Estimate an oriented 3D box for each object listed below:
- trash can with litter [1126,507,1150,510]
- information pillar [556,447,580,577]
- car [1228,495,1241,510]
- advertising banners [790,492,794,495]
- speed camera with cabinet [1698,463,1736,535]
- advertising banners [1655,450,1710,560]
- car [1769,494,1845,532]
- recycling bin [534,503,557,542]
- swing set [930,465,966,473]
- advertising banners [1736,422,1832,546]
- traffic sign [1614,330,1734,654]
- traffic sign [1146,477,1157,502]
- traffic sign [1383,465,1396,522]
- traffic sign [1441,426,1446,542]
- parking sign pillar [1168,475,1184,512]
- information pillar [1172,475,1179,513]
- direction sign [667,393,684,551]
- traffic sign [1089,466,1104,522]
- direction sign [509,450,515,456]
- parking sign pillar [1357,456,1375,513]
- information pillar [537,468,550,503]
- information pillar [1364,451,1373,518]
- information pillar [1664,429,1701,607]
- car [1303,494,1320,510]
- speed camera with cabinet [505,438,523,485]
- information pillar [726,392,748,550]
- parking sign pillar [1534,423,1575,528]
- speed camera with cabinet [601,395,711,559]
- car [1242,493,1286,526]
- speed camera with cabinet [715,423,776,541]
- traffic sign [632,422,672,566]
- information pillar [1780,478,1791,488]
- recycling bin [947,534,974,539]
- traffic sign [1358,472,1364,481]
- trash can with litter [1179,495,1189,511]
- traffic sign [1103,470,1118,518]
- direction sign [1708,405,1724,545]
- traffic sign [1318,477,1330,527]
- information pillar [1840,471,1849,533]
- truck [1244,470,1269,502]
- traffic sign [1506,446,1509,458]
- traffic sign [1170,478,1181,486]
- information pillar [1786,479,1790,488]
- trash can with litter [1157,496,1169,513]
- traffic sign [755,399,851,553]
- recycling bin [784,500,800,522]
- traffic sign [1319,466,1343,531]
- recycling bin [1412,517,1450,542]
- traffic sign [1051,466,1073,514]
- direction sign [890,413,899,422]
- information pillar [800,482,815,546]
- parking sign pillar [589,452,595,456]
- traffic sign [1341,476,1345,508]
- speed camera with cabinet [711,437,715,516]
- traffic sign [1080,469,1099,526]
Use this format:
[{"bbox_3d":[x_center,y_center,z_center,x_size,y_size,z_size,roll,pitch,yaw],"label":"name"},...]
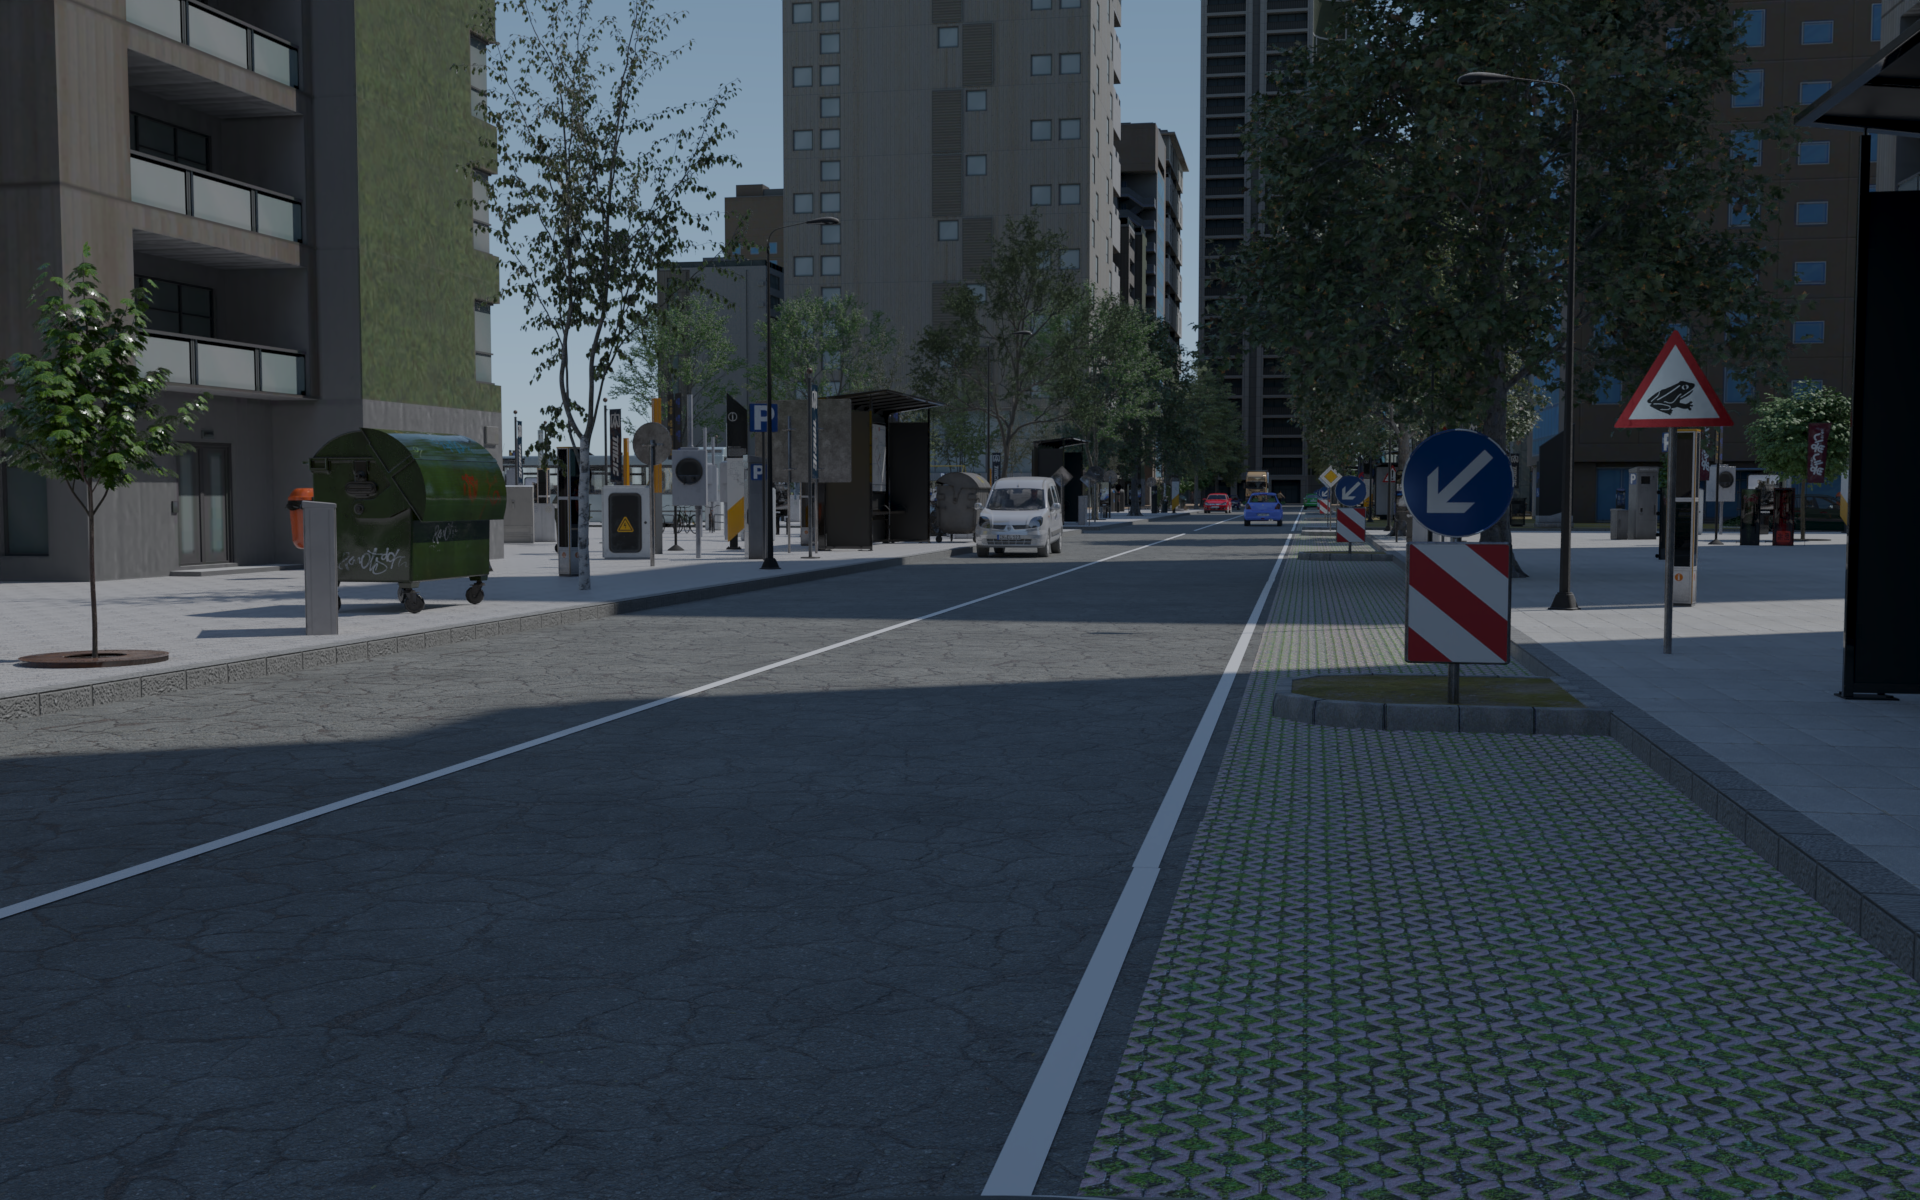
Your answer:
[{"bbox_3d":[14.879,-8.080,143.169,2.233,1.210,1.678,2,4,24],"label":"trash can with litter"},{"bbox_3d":[-6.054,-1.374,26.954,0.304,2.012,0.304,3,5,40],"label":"information pillar"},{"bbox_3d":[24.604,-8.854,157.345,1.945,1.354,3.894,1,4,11],"label":"car"},{"bbox_3d":[-13.433,-8.406,133.620,0.090,3.025,2.074,2,4,35],"label":"advertising banners"},{"bbox_3d":[23.407,-3.694,54.735,2.038,3.252,0.660,0,4,-8],"label":"speed camera with cabinet"},{"bbox_3d":[14.353,-2.327,34.234,2.074,3.025,0.090,-3,5,-39],"label":"advertising banners"},{"bbox_3d":[30.144,-3.110,60.638,4.222,1.686,2.009,1,4,13],"label":"car"},{"bbox_3d":[-11.136,-2.083,46.612,0.722,1.027,0.722,0,4,4],"label":"recycling bin"},{"bbox_3d":[-0.961,-5.948,94.874,3.119,2.851,2.862,1,4,23],"label":"swing set"},{"bbox_3d":[20.338,-2.850,42.781,2.074,3.025,0.090,2,4,30],"label":"advertising banners"},{"bbox_3d":[5.686,-0.847,13.846,0.884,2.594,0.081,1,4,17],"label":"traffic sign"},{"bbox_3d":[14.292,-7.905,129.347,0.768,2.556,0.104,1,4,13],"label":"traffic sign"},{"bbox_3d":[19.518,-4.782,78.195,0.884,2.594,0.081,1,4,20],"label":"traffic sign"},{"bbox_3d":[9.326,-2.043,33.399,0.884,2.594,0.081,1,4,20],"label":"traffic sign"},{"bbox_3d":[15.835,-8.532,127.976,1.447,3.967,1.447,1,4,14],"label":"parking sign pillar"},{"bbox_3d":[14.268,-7.547,114.741,0.504,3.616,0.183,1,4,23],"label":"information pillar"},{"bbox_3d":[-6.437,-2.883,39.131,0.379,3.537,0.876,-2,4,-28],"label":"direction sign"},{"bbox_3d":[6.121,-4.794,78.494,0.768,2.556,0.104,1,4,18],"label":"traffic sign"},{"bbox_3d":[-23.038,-5.943,89.165,0.379,3.537,0.876,0,4,5],"label":"direction sign"},{"bbox_3d":[28.079,-8.016,119.532,1.447,3.967,1.447,1,4,20],"label":"parking sign pillar"},{"bbox_3d":[-11.958,-2.769,49.763,0.304,2.012,0.304,0,4,1],"label":"information pillar"},{"bbox_3d":[22.232,-6.305,94.446,0.504,3.616,0.183,0,4,7],"label":"information pillar"},{"bbox_3d":[8.255,-0.936,19.792,0.304,2.012,0.304,2,4,31],"label":"information pillar"},{"bbox_3d":[32.244,-9.113,157.799,1.959,1.807,4.718,1,4,13],"label":"car"},{"bbox_3d":[-16.027,-4.137,61.980,0.660,3.252,2.038,-1,4,-18],"label":"speed camera with cabinet"},{"bbox_3d":[-5.148,-2.973,39.956,0.504,3.616,0.183,0,4,-2],"label":"information pillar"},{"bbox_3d":[22.714,-4.749,66.114,1.447,3.967,1.447,0,4,1],"label":"parking sign pillar"},{"bbox_3d":[-6.040,-2.443,34.278,2.038,3.252,0.660,0,4,-5],"label":"speed camera with cabinet"},{"bbox_3d":[13.735,-4.203,78.308,1.945,1.707,3.694,1,4,11],"label":"car"},{"bbox_3d":[-5.873,-3.274,47.874,0.660,3.252,2.038,-3,5,-39],"label":"speed camera with cabinet"},{"bbox_3d":[-5.456,-1.868,30.650,0.768,2.556,0.104,1,4,16],"label":"traffic sign"},{"bbox_3d":[33.188,-3.986,69.668,0.304,2.012,0.304,-1,4,-18],"label":"information pillar"},{"bbox_3d":[0.083,-2.384,51.529,0.722,1.027,0.722,-3,4,-37],"label":"recycling bin"},{"bbox_3d":[22.671,-5.925,96.980,0.768,2.556,0.104,1,4,13],"label":"traffic sign"},{"bbox_3d":[17.486,-7.552,134.861,0.624,1.170,1.055,-1,4,-22],"label":"trash can with litter"},{"bbox_3d":[8.052,-5.672,92.839,0.768,2.556,0.104,1,4,12],"label":"traffic sign"},{"bbox_3d":[19.182,-3.171,43.842,0.379,3.537,0.876,2,4,34],"label":"direction sign"},{"bbox_3d":[14.415,-3.926,67.836,0.795,2.450,0.064,1,4,11],"label":"traffic sign"},{"bbox_3d":[29.133,-4.007,56.877,0.183,3.616,0.504,0,4,-7],"label":"information pillar"},{"bbox_3d":[35.183,-13.221,205.070,2.839,4.237,11.283,1,4,11],"label":"truck"},{"bbox_3d":[12.262,-2.438,39.969,0.768,2.556,0.104,1,4,19],"label":"traffic sign"},{"bbox_3d":[15.462,-7.611,124.547,0.768,2.556,0.104,1,4,13],"label":"traffic sign"},{"bbox_3d":[30.452,-4.422,63.662,0.183,3.616,0.504,1,4,21],"label":"information pillar"},{"bbox_3d":[13.675,-6.518,117.954,1.055,1.170,0.624,2,4,26],"label":"trash can with litter"},{"bbox_3d":[-3.402,-2.661,37.380,2.265,3.308,0.079,1,4,20],"label":"traffic sign"},{"bbox_3d":[-7.657,-4.084,79.322,0.722,1.027,0.722,0,4,1],"label":"recycling bin"},{"bbox_3d":[12.840,-3.447,60.007,0.795,2.450,0.064,1,4,11],"label":"traffic sign"},{"bbox_3d":[11.457,-1.800,41.983,0.722,1.027,0.722,3,5,43],"label":"recycling bin"},{"bbox_3d":[3.634,-3.562,61.873,0.795,2.450,0.064,1,4,11],"label":"traffic sign"},{"bbox_3d":[-1.804,-3.312,46.147,0.379,3.537,0.876,-2,4,-25],"label":"direction sign"},{"bbox_3d":[-3.777,-2.353,42.957,0.304,2.012,0.304,1,4,12],"label":"information pillar"},{"bbox_3d":[-22.005,-7.129,105.039,1.447,3.967,1.447,-1,4,-12],"label":"parking sign pillar"},{"bbox_3d":[27.236,-7.494,122.630,0.768,2.556,0.104,1,4,16],"label":"traffic sign"},{"bbox_3d":[-7.057,-3.527,51.997,2.038,3.252,0.660,-2,4,-28],"label":"speed camera with cabinet"},{"bbox_3d":[5.209,-4.040,69.702,0.795,2.450,0.064,1,4,11],"label":"traffic sign"}]
